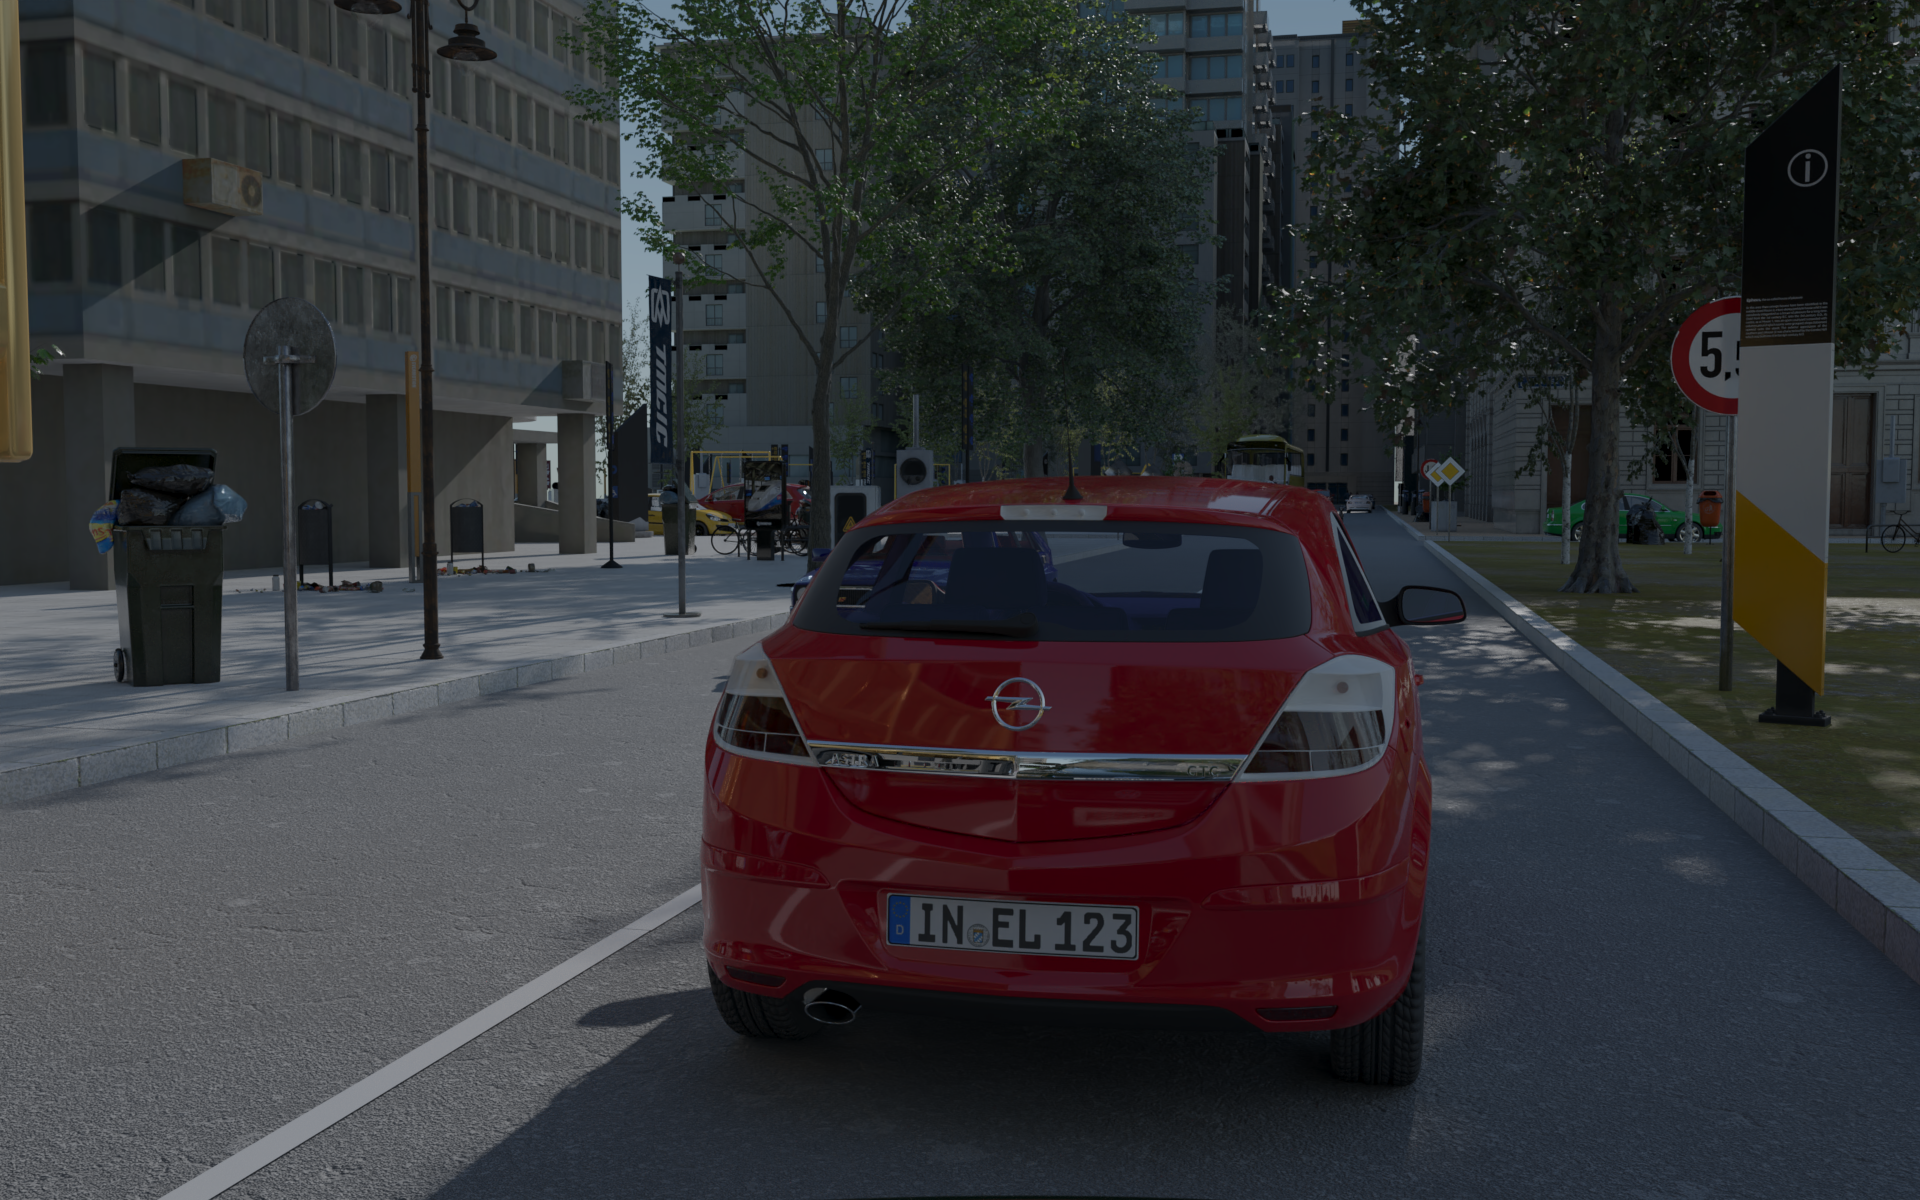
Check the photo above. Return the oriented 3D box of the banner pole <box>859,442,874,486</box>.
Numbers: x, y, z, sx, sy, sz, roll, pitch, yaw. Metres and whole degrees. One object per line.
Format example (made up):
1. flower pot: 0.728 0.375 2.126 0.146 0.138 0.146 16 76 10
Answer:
1. banner pole: -4.281 -5.663 82.614 0.401 3.779 0.863 2 4 29

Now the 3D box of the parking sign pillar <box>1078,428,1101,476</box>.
1. parking sign pillar: 5.033 -4.830 67.448 1.447 3.967 1.447 -1 4 -18

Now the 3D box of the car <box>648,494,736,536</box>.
1. car: -9.013 -2.702 54.400 3.980 1.641 2.015 1 4 15

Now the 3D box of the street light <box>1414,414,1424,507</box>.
1. street light: 23.470 -7.091 88.725 0.468 5.910 1.993 1 4 13

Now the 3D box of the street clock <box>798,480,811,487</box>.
1. street clock: -7.908 -5.059 87.284 0.471 2.002 0.358 1 4 11

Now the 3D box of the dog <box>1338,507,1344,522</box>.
1. dog: 17.969 -3.949 81.409 0.513 0.831 0.800 3 5 42

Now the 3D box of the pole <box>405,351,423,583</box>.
1. pole: -7.841 -1.897 24.867 0.158 3.312 0.155 0 3 0

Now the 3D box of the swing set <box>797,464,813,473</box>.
1. swing set: -8.611 -5.681 90.507 3.119 2.851 2.862 0 4 -6

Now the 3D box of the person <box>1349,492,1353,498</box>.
1. person: 43.467 -11.160 192.430 0.415 1.643 0.593 -3 4 -37

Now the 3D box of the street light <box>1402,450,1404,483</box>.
1. street light: 32.185 -9.364 125.887 0.468 5.910 1.993 1 4 13

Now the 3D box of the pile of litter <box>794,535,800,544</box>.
1. pile of litter: -3.911 -1.893 44.916 1.176 0.858 1.719 1 4 16

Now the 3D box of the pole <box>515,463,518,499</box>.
1. pole: -25.663 -6.510 100.276 0.158 3.312 0.155 0 3 0

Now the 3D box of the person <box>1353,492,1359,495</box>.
1. person: 40.497 -10.218 177.034 0.593 1.643 0.415 1 4 13

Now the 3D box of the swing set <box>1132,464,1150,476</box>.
1. swing set: 9.794 -5.665 90.236 2.862 2.851 3.119 0 4 7

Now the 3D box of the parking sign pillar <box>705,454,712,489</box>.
1. parking sign pillar: -16.967 -7.760 115.350 1.447 3.967 1.447 1 4 19

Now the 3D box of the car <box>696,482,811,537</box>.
1. car: -7.065 -2.910 56.250 5.304 1.827 2.281 1 4 12

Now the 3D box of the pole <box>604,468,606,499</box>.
1. pole: -27.585 -8.607 134.573 0.158 3.312 0.155 0 3 0

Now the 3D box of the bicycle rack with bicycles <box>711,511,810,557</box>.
1. bicycle rack with bicycles: -3.776 -1.399 36.260 2.925 0.926 2.852 0 4 2

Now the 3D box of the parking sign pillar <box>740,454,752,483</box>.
1. parking sign pillar: -14.379 -7.873 117.195 1.447 3.967 1.447 -3 5 -39

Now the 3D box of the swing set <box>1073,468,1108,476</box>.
1. swing set: 8.227 -6.400 102.265 3.119 2.851 2.862 0 4 5

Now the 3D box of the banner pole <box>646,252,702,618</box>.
1. banner pole: -2.986 -1.700 17.809 0.401 3.779 0.863 1 4 20

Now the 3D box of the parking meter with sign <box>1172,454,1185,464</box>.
1. parking meter with sign: 9.792 -4.839 75.377 0.543 3.016 1.738 2 4 28

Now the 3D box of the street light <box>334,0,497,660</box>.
1. street light: -4.116 -2.479 13.318 0.468 5.910 1.993 1 4 13

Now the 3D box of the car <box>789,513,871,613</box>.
1. car: -0.225 -0.171 15.378 1.945 1.354 3.894 1 4 13

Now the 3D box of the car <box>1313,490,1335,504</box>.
1. car: 30.309 -8.368 145.495 2.281 1.827 5.304 1 4 13

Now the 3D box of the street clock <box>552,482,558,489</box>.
1. street clock: -24.400 -6.121 104.645 0.471 2.002 0.358 -2 4 -26

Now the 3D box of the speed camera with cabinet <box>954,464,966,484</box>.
1. speed camera with cabinet: -0.550 -7.259 113.026 2.038 3.252 0.660 2 4 33

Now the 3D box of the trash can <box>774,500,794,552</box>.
1. trash can: -4.085 -1.654 38.699 0.748 1.137 0.748 0 3 0

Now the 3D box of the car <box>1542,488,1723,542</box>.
1. car: 18.792 -2.426 48.454 4.718 1.807 1.959 1 4 13

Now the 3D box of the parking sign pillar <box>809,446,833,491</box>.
1. parking sign pillar: -7.744 -6.603 96.438 1.447 3.967 1.447 -1 4 -15

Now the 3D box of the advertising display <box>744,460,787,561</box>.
1. advertising display: -3.756 -1.725 33.413 0.974 1.923 0.123 2 4 33

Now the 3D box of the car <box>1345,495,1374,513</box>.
1. car: 30.206 -7.256 130.995 2.083 1.381 4.827 1 4 14

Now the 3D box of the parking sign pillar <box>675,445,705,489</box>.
1. parking sign pillar: -14.536 -6.358 92.422 1.447 3.967 1.447 -1 4 -13

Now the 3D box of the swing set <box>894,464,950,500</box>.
1. swing set: -2.083 -5.668 90.294 3.119 2.851 2.862 0 4 -1

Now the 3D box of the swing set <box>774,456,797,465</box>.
1. swing set: -8.858 -4.527 71.644 3.119 2.851 2.862 1 4 16

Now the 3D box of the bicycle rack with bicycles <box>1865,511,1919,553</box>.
1. bicycle rack with bicycles: 21.149 -1.460 37.257 2.925 0.926 2.852 -1 4 -20

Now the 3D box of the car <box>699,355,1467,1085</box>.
1. car: 0.609 0.197 5.825 2.155 1.783 4.494 1 4 13

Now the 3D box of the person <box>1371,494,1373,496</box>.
1. person: 40.783 -9.812 172.163 0.421 1.427 0.697 -2 4 -31

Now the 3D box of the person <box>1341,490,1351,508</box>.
1. person: 40.299 -10.503 180.203 1.348 1.826 0.705 -1 4 -15

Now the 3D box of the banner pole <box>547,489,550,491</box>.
1. banner pole: -33.061 -9.093 138.691 0.863 3.779 0.401 0 4 5

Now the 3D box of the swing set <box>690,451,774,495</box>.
1. swing set: -8.490 -4.015 63.269 3.119 2.851 2.862 0 4 -5

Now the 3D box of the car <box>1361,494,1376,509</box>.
1. car: 38.370 -9.300 164.064 2.014 1.417 4.499 1 4 11

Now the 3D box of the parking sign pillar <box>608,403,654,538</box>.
1. parking sign pillar: -9.775 -3.823 50.986 1.447 3.967 1.447 2 4 31
